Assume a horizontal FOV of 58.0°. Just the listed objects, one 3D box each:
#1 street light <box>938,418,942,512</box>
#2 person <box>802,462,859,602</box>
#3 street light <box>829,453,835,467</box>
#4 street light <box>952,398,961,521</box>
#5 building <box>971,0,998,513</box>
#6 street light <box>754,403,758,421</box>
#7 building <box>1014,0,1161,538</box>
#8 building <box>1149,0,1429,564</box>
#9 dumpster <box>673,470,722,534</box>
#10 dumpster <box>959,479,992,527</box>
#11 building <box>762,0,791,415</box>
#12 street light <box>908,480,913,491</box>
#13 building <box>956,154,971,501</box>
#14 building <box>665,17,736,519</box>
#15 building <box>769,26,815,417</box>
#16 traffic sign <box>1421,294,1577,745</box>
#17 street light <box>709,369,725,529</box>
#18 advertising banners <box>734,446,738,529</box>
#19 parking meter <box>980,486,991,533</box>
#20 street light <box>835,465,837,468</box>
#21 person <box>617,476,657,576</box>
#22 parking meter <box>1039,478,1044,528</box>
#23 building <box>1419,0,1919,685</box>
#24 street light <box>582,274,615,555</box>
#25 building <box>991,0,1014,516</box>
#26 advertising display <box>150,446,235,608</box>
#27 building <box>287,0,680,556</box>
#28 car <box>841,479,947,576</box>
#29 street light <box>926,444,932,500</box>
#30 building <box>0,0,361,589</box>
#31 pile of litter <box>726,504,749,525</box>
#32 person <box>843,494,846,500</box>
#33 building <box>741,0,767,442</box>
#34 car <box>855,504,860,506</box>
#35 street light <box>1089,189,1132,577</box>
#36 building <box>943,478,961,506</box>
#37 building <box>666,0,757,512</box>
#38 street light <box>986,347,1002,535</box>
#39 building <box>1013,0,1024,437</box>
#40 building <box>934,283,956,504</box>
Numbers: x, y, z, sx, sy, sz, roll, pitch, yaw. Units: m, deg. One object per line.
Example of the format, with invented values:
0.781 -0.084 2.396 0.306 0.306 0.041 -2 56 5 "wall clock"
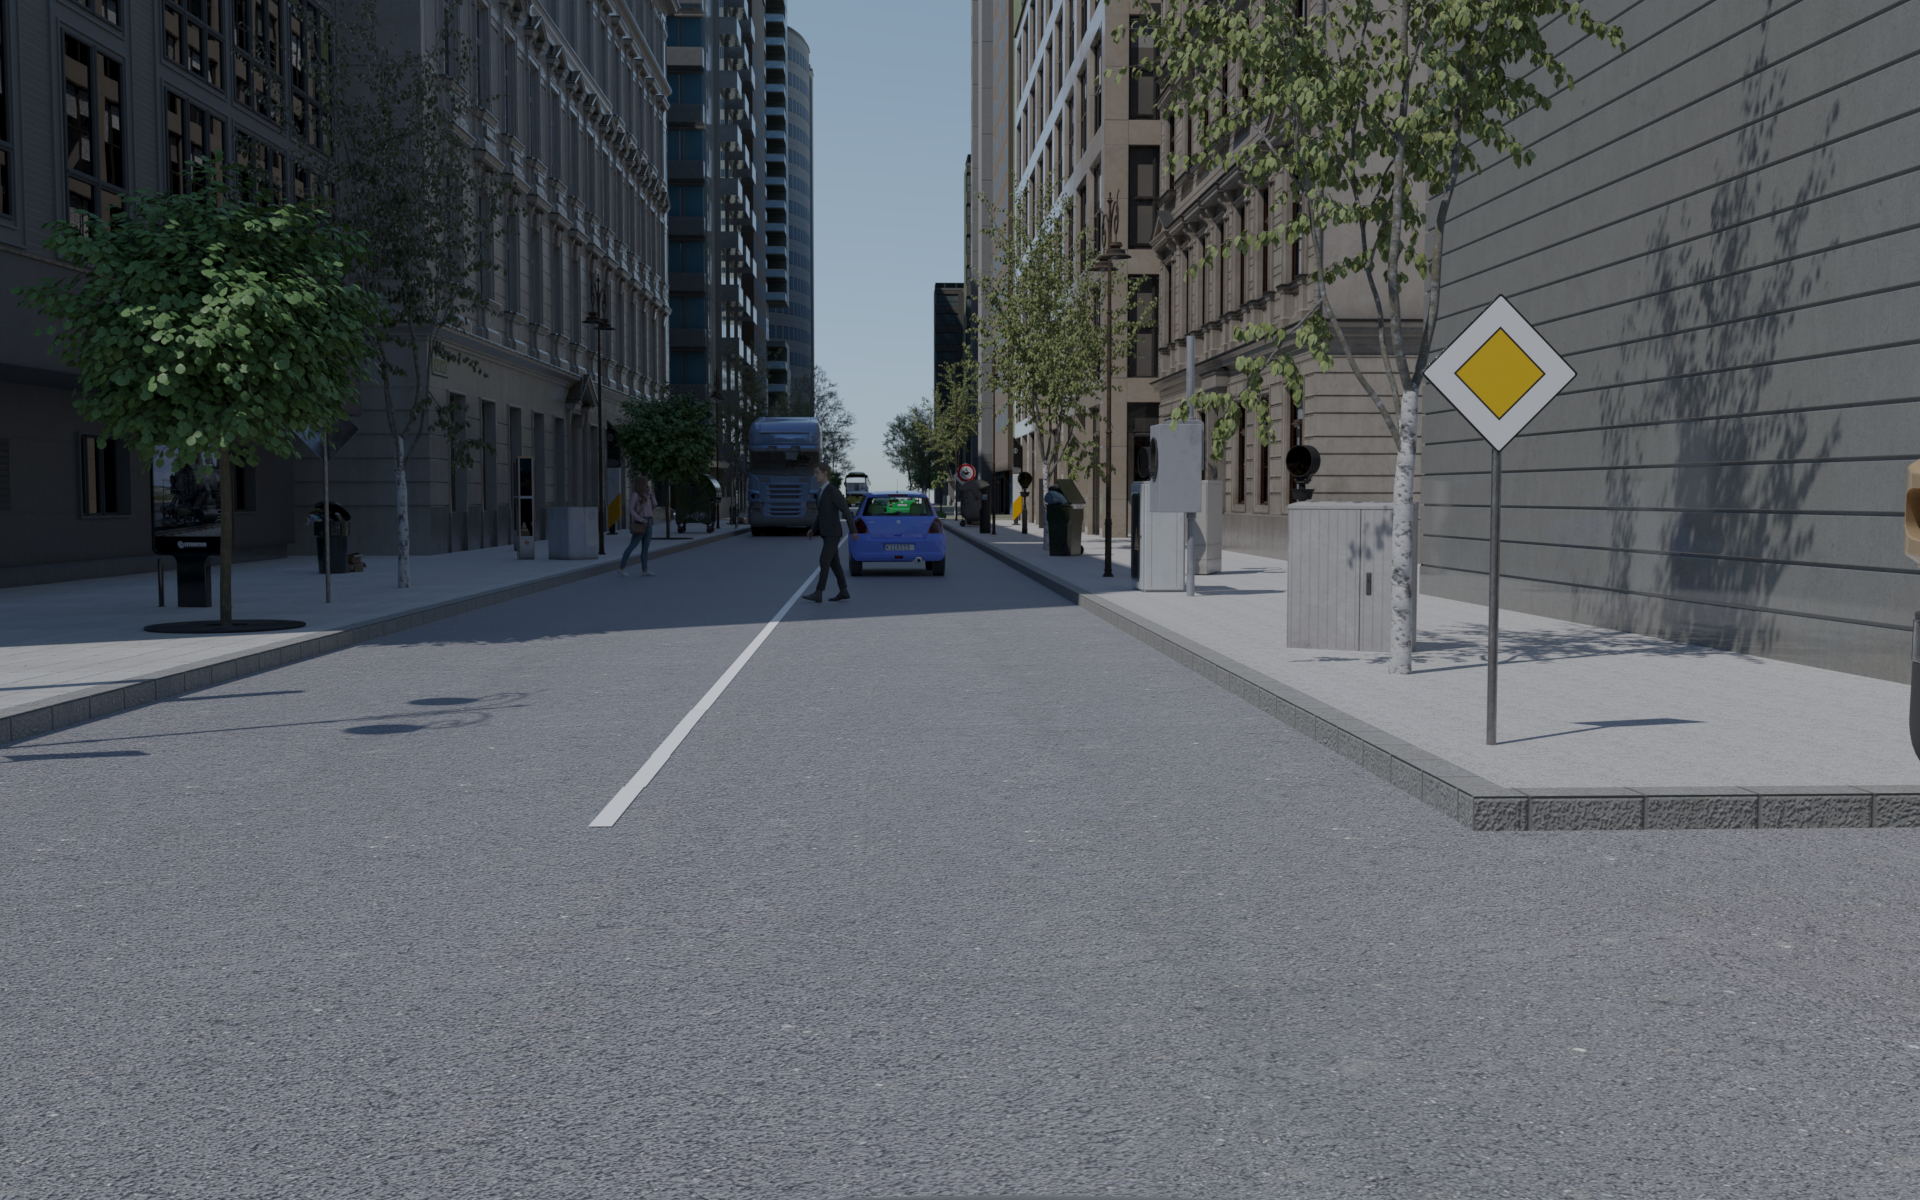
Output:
-1.135 -7.983 103.314 0.468 5.910 1.993 0 4 -3 "street light"
-1.792 -0.900 22.999 0.755 1.850 0.659 -2 4 -26 "person"
-14.784 -13.687 196.565 0.468 5.910 1.993 0 4 -3 "street light"
-0.174 -6.771 83.500 0.468 5.910 1.993 0 4 -3 "street light"
11.293 -35.868 128.443 21.231 58.520 28.212 0 4 -3 "building"
-9.961 -6.900 85.600 0.468 5.910 1.993 0 4 -3 "street light"
13.006 -16.070 67.262 19.350 26.468 34.151 0 4 -3 "building"
10.657 -10.749 40.371 10.561 19.102 19.286 0 4 -3 "building"
-8.684 -3.336 57.039 1.502 2.255 1.985 0 4 -2 "dumpster"
0.608 -3.821 68.226 1.264 1.857 1.865 0 4 -2 "dumpster"
-28.118 -53.262 183.512 22.319 86.520 31.000 0 4 -3 "building"
-7.211 -16.520 242.891 0.468 5.910 1.993 0 4 -3 "street light"
7.259 -23.154 150.262 14.160 30.474 14.107 0 4 -3 "building"
-29.019 -24.619 94.395 32.217 40.220 23.993 0 4 -3 "building"
-29.158 -41.138 214.607 21.231 58.520 28.212 0 4 -3 "building"
2.715 -0.315 8.795 0.795 2.450 0.064 0 4 -3 "traffic sign"
-8.976 -5.582 64.061 0.468 5.910 1.993 0 4 -3 "street light"
-8.305 -4.156 64.139 0.090 3.025 2.074 0 4 -5 "advertising banners"
0.823 -2.944 56.547 0.372 1.533 0.369 0 3 0 "parking meter"
-16.096 -15.421 224.926 0.468 5.910 1.993 0 4 -3 "street light"
-5.630 -1.289 30.172 0.643 1.750 0.593 1 4 18 "person"
3.079 -3.618 64.865 0.255 1.863 0.399 0 4 3 "parking meter"
20.859 -14.618 16.494 29.804 29.767 11.434 0 4 -3 "building"
-7.589 -3.897 36.500 0.468 5.910 1.993 0 4 -3 "street light"
9.374 -27.979 107.574 14.600 45.320 14.200 0 4 -3 "building"
-8.683 -0.880 19.596 0.974 1.923 0.123 1 4 11 "advertising display"
-19.838 -17.113 56.210 17.030 29.872 44.131 0 4 -3 "building"
-1.189 -1.345 31.586 1.945 1.707 3.694 0 4 -4 "car"
-2.355 -9.743 132.081 0.468 5.910 1.993 0 4 -3 "street light"
-18.275 -13.962 21.789 14.314 27.812 24.014 0 4 -3 "building"
-9.320 -3.628 73.279 1.176 0.858 1.719 0 4 -3 "pile of litter"
-10.544 -8.869 156.759 0.557 1.426 1.065 1 4 22 "person"
-23.570 -30.207 143.988 14.600 45.320 14.200 0 4 -3 "building"
-11.483 -11.852 203.558 2.009 1.686 4.222 0 4 -4 "car"
2.296 -3.295 26.667 0.468 5.910 1.993 0 4 -3 "street light"
14.181 -32.170 217.860 32.217 40.220 23.993 0 4 -3 "building"
-26.070 -30.694 121.456 23.786 49.044 30.456 0 4 -3 "building"
1.070 -5.005 54.614 0.468 5.910 1.993 0 4 -3 "street light"
9.766 -25.076 93.586 14.154 41.232 14.086 0 4 -3 "building"
3.372 -28.441 236.713 14.160 30.474 14.107 0 4 -3 "building"
